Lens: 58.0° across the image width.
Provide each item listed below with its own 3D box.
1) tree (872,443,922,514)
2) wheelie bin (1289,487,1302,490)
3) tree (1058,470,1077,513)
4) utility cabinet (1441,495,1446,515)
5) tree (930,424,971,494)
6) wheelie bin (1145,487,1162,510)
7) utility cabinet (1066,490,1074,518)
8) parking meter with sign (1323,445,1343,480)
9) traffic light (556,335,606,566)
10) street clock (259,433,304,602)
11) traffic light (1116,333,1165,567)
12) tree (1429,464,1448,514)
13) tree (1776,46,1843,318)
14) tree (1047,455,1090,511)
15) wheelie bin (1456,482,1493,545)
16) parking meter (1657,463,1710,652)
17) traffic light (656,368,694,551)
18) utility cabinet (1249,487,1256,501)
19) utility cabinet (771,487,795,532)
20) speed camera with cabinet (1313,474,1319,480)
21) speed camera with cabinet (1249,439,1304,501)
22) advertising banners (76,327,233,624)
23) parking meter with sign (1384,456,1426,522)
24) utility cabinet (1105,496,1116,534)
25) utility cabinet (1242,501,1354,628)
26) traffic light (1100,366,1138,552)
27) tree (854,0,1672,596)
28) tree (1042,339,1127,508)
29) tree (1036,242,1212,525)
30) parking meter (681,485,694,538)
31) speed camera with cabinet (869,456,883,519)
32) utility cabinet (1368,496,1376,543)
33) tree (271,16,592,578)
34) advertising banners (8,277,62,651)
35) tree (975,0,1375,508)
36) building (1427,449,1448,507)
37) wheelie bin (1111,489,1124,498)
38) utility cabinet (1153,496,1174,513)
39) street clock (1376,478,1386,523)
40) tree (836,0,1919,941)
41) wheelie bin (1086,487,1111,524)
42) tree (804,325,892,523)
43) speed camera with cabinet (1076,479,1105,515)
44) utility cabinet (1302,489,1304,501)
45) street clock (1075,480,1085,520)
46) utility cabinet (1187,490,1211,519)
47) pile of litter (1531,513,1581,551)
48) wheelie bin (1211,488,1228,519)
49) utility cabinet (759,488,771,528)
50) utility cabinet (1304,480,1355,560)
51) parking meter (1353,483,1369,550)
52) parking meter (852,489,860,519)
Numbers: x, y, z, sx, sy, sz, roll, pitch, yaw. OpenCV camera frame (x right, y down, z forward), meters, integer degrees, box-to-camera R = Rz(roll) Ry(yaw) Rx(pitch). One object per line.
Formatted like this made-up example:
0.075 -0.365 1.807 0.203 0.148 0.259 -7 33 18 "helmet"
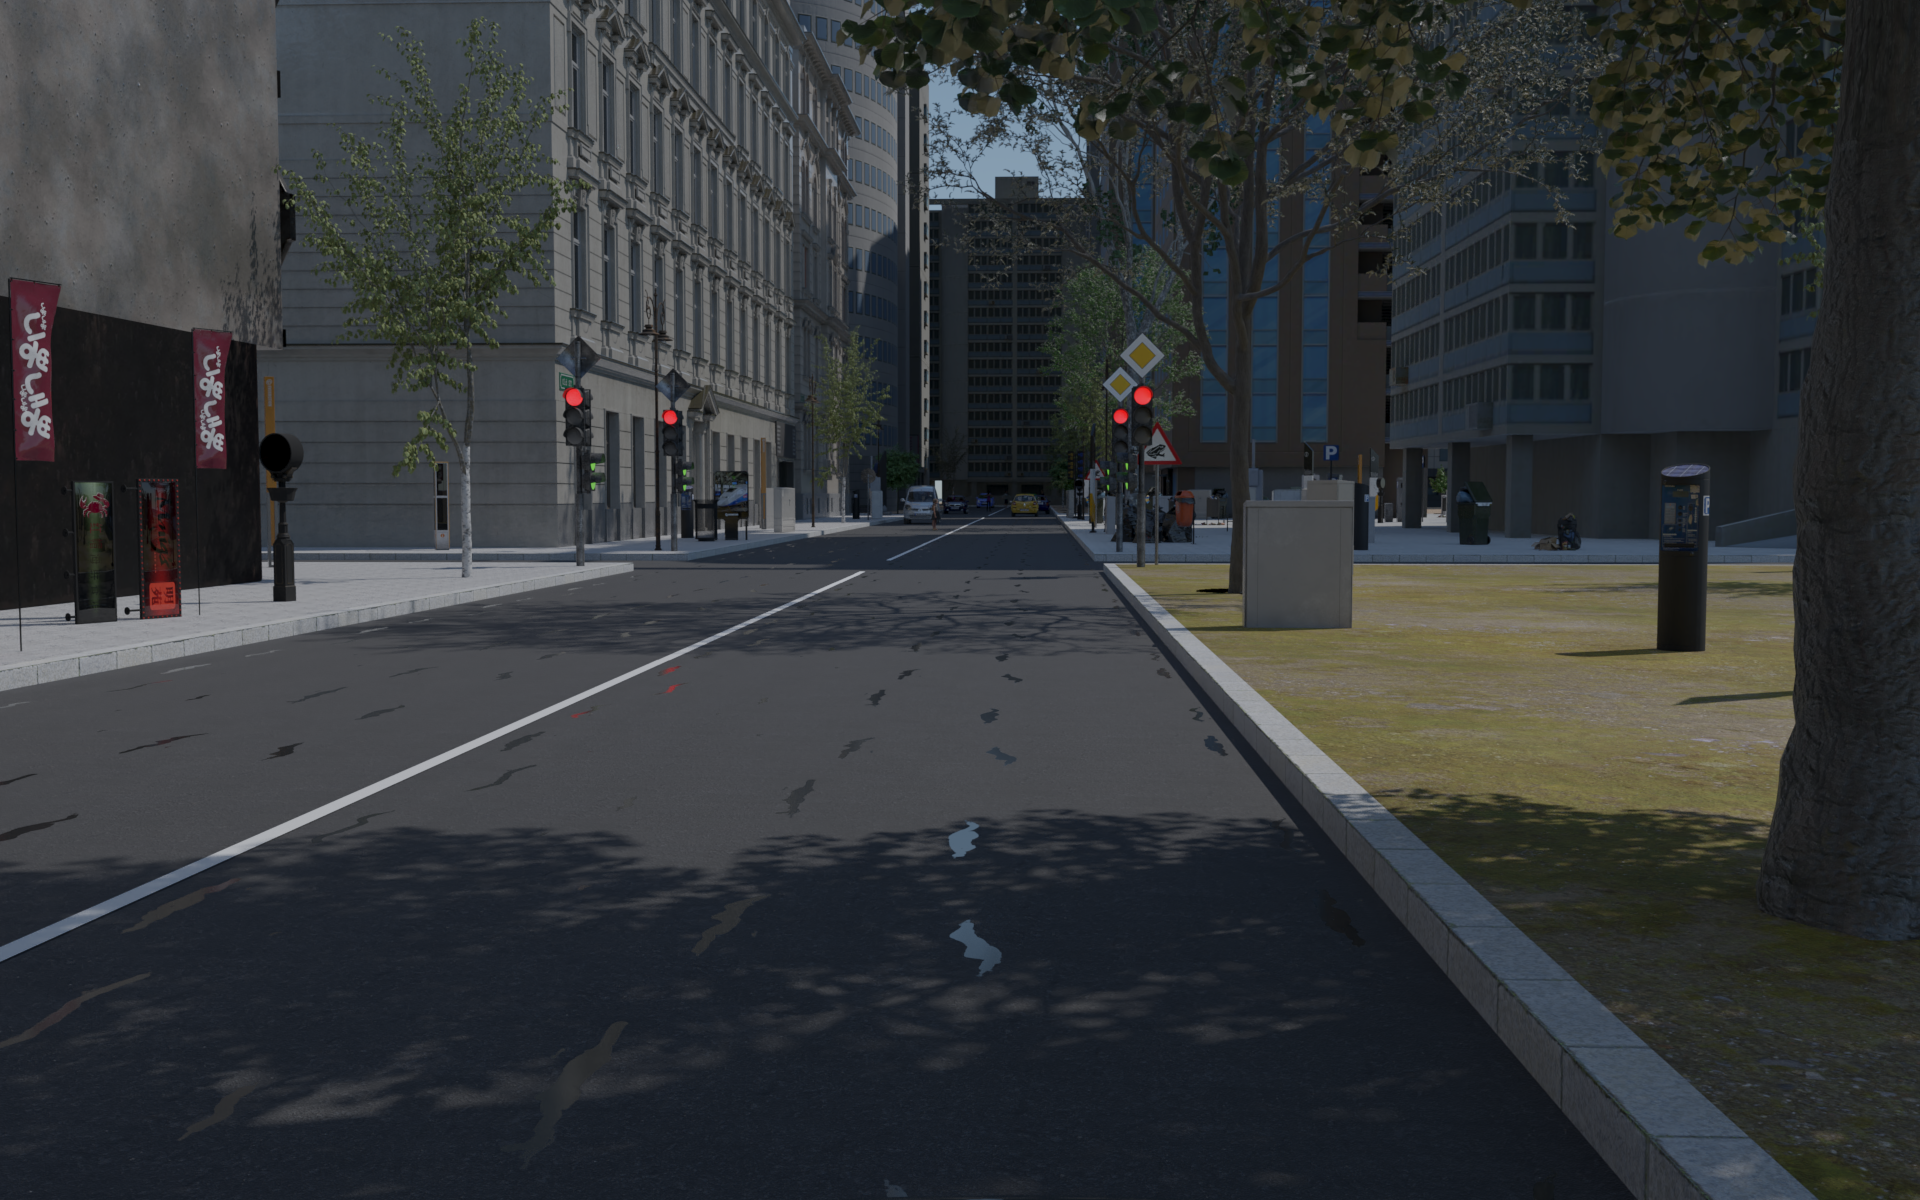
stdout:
-4.057 -7.775 110.829 4.285 4.588 4.351 0 3 0 "tree"
14.650 -4.158 75.884 0.980 1.594 0.693 -2 4 -31 "wheelie bin"
7.585 -7.477 116.852 1.663 3.219 1.824 0 3 0 "tree"
29.849 -5.811 106.165 0.306 1.237 1.020 3 5 39 "utility cabinet"
-0.943 -14.160 181.871 4.360 8.622 3.978 0 3 0 "tree"
8.358 -4.101 74.964 0.693 1.594 0.980 2 4 24 "wheelie bin"
5.890 -5.145 92.796 0.318 1.500 1.173 0 4 -3 "utility cabinet"
13.530 -4.046 62.409 0.543 3.016 1.738 2 4 23 "parking meter with sign"
-6.744 -2.557 30.731 0.839 4.253 0.868 0 4 3 "traffic light"
-8.077 -0.984 20.657 0.471 2.002 0.358 1 4 18 "street clock"
3.158 -2.531 30.307 0.839 4.253 0.868 0 4 3 "traffic light"
30.802 -7.125 111.094 1.663 3.219 1.824 0 3 0 "tree"
14.127 -4.568 25.048 4.737 8.622 4.395 0 3 0 "tree"
8.405 -9.151 133.335 4.285 4.588 4.351 0 3 0 "tree"
12.968 -2.195 43.798 0.980 1.594 0.693 -2 4 -31 "wheelie bin"
5.935 -0.355 14.213 0.372 1.533 0.369 0 3 0 "parking meter"
-6.388 -3.045 38.708 0.839 4.253 0.868 0 4 3 "traffic light"
9.039 -2.764 53.872 0.318 1.500 1.173 0 4 7 "utility cabinet"
-5.862 -3.013 57.948 0.318 1.500 1.173 1 4 16 "utility cabinet"
15.206 -5.145 78.451 2.038 3.252 0.660 0 4 -5 "speed camera with cabinet"
11.272 -4.164 62.420 2.038 3.252 0.660 1 4 13 "speed camera with cabinet"
-8.269 -1.320 17.774 0.090 3.025 2.074 2 4 26 "advertising banners"
20.332 -5.073 79.211 1.738 3.016 0.543 0 4 5 "parking meter with sign"
4.835 -2.717 55.582 0.306 1.237 1.020 0 4 2 "utility cabinet"
3.250 -0.338 16.691 1.020 1.237 0.306 0 4 5 "utility cabinet"
3.514 -3.019 38.284 0.839 4.253 0.868 0 4 3 "traffic light"
3.503 -6.829 22.020 12.009 13.543 11.850 0 3 0 "tree"
6.535 -8.002 81.197 4.737 8.622 4.395 0 3 0 "tree"
6.679 -8.911 71.442 9.928 11.665 9.643 0 3 0 "tree"
-7.946 -2.571 50.442 0.372 1.533 0.369 0 3 0 "parking meter"
-4.333 -5.805 89.253 0.660 3.252 2.038 0 4 -6 "speed camera with cabinet"
10.563 -2.091 45.344 0.306 1.237 1.020 2 4 32 "utility cabinet"
-7.831 -4.651 26.405 4.737 8.622 4.395 0 3 0 "tree"
-7.809 -1.061 13.535 0.090 3.025 2.074 1 4 18 "advertising banners"
6.057 -11.734 47.740 12.611 20.169 13.585 0 3 0 "tree"
51.403 -46.962 206.088 20.611 71.187 20.563 0 4 3 "building"
6.978 -4.295 78.124 0.980 1.594 0.693 -3 5 -41 "wheelie bin"
6.573 -2.646 54.422 1.020 1.237 0.306 1 4 9 "utility cabinet"
18.527 -4.385 76.269 0.358 2.002 0.471 3 5 42 "street clock"
2.908 -6.012 4.947 9.857 13.997 8.962 0 3 0 "tree"
5.926 -4.107 75.054 0.980 1.594 0.693 1 4 9 "wheelie bin"
-5.122 -7.708 76.385 4.737 8.622 4.395 0 3 0 "tree"
8.023 -6.846 106.274 2.038 3.252 0.660 3 5 45 "speed camera with cabinet"
14.237 -3.699 69.164 1.173 1.500 0.318 3 4 36 "utility cabinet"
5.997 -5.026 86.745 0.471 2.002 0.358 3 4 39 "street clock"
12.095 -4.825 87.570 1.173 1.500 0.318 2 4 27 "utility cabinet"
13.672 -1.578 39.759 1.176 0.858 1.719 3 5 44 "pile of litter"
13.370 -4.967 89.118 0.980 1.594 0.693 -2 4 -24 "wheelie bin"
-6.908 -3.406 64.375 1.173 1.500 0.318 -3 5 -43 "utility cabinet"
5.912 -1.160 27.637 0.318 1.500 1.173 -1 4 -12 "utility cabinet"
9.148 -1.906 39.572 0.372 1.533 0.369 0 3 0 "parking meter"
-5.326 -4.915 88.769 0.372 1.533 0.369 0 3 0 "parking meter"
